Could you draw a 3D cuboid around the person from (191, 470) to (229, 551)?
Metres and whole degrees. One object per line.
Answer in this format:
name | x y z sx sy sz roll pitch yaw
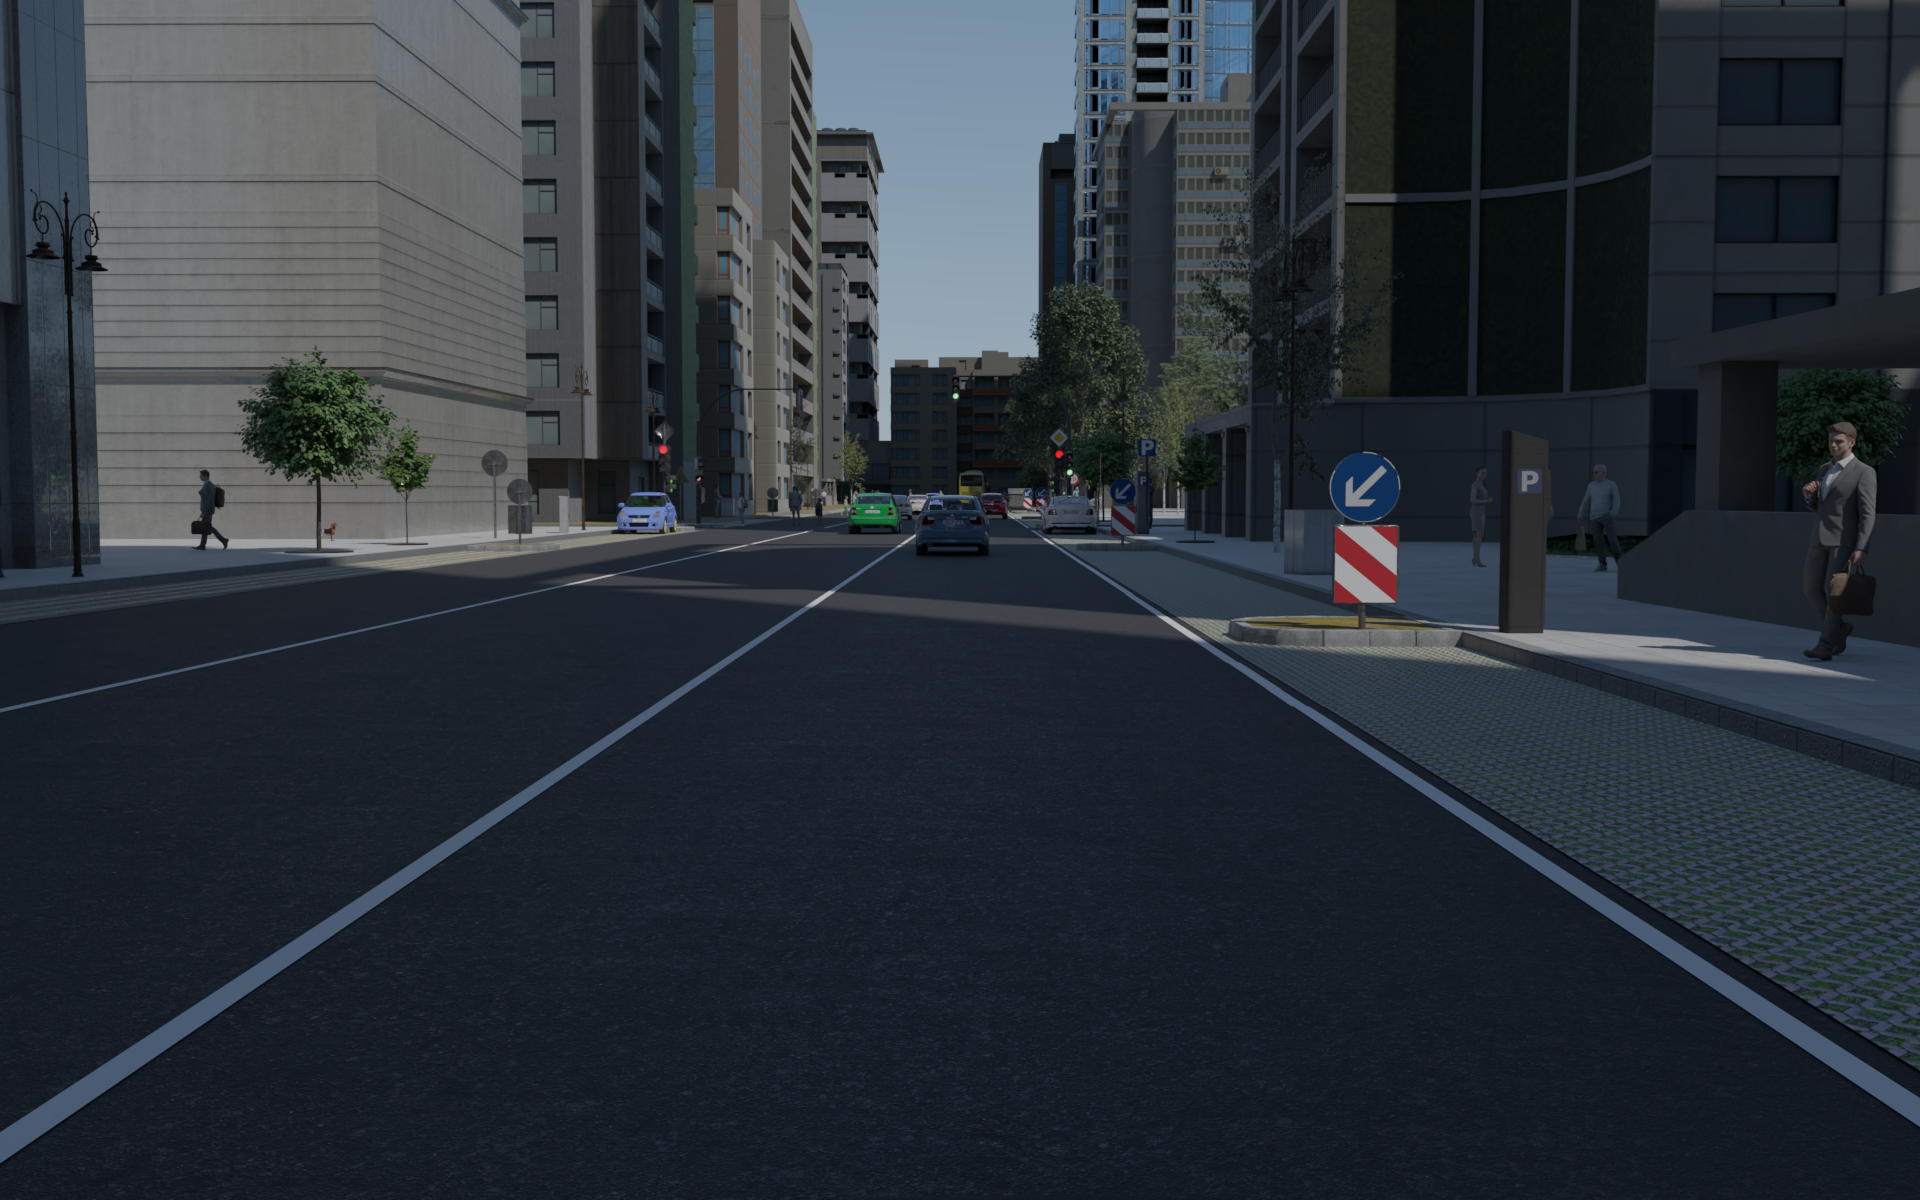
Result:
person | -17.072 -2.042 39.396 0.822 1.834 0.622 -2 4 -28

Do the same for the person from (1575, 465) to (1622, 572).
person | 10.561 -1.353 28.657 0.515 1.767 0.782 -3 5 -44

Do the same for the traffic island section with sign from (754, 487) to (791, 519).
traffic island section with sign | -10.706 -5.539 99.185 1.989 1.847 2.006 0 4 1

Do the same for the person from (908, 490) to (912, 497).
person | -3.641 -7.102 125.169 0.362 1.759 0.519 1 4 19

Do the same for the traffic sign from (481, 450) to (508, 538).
traffic sign | -13.450 -3.056 50.065 0.768 2.556 0.104 0 4 2

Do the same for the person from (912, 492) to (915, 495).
person | -5.904 -12.864 219.341 1.217 1.766 0.721 0 4 -8

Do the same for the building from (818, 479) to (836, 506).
building | -30.835 -30.909 197.247 32.217 40.220 23.993 0 4 1

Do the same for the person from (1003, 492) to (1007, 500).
person | 5.520 -12.648 216.022 1.217 1.736 0.721 -1 4 -19

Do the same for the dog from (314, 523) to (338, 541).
dog | -17.217 -1.849 47.064 0.406 0.507 0.540 1 4 12

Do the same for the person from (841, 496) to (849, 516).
person | -7.572 -6.207 114.234 0.590 1.304 0.306 -1 4 -11

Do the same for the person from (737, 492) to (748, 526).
person | -9.699 -4.033 77.042 0.503 1.515 0.523 2 4 26

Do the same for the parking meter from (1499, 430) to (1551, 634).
parking meter | 5.216 -0.629 15.992 0.399 1.863 0.255 0 4 -2

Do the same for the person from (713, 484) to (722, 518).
person | -13.078 -5.352 93.750 0.583 1.804 0.606 -2 4 -34

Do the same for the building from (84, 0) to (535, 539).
building | -37.686 -17.121 56.343 44.131 29.872 17.030 0 4 1

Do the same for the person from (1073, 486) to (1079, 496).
person | 7.838 -6.798 117.206 0.620 1.820 0.660 3 5 42

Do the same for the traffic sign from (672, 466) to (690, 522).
traffic sign | -13.031 -4.932 80.640 0.884 2.594 0.081 0 4 6

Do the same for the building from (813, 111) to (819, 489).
building | -22.275 -30.232 177.882 14.154 41.232 14.086 0 4 1

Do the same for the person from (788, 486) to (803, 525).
person | -7.547 -4.329 79.381 0.635 1.810 0.391 -1 4 -21

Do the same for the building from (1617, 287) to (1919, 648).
building | 24.100 -19.637 12.941 32.217 40.220 23.993 0 4 1

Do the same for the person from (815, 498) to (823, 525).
person | -6.559 -4.117 80.488 0.362 1.253 0.373 -1 4 -15

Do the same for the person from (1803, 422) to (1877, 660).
person | 6.807 -0.452 13.406 0.822 1.834 0.622 -2 4 -32

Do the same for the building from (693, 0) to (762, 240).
building | -23.921 -30.046 141.369 14.600 45.320 14.200 0 4 1

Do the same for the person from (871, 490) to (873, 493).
person | -8.374 -9.590 165.427 1.348 1.807 0.705 -1 4 -13

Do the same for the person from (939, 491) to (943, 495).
person | -1.910 -9.830 169.955 1.217 1.736 0.721 -1 4 -10

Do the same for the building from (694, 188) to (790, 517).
building | -26.494 -16.366 112.625 27.650 21.520 28.899 0 4 1

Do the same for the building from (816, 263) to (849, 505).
building | -21.095 -27.255 217.316 14.107 30.474 14.160 0 4 1

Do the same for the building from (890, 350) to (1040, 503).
building | 5.105 -24.736 249.468 28.899 21.520 27.650 0 4 1

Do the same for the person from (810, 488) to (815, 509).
person | -12.658 -8.746 149.220 0.526 1.800 0.537 -1 4 -9

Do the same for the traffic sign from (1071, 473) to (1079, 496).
traffic sign | 6.574 -6.172 101.012 0.768 2.556 0.104 0 4 6

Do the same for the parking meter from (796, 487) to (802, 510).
parking meter | -12.866 -8.108 138.274 0.255 1.863 0.399 3 5 40

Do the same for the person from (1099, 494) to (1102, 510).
person | 11.453 -7.957 140.420 0.425 1.301 0.394 -3 5 -44

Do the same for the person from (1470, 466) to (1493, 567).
person | 9.217 -1.484 30.644 0.374 1.781 0.599 2 4 30

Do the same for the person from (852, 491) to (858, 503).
person | -9.272 -8.849 153.853 0.551 1.740 0.621 -2 4 -31

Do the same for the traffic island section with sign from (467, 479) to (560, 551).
traffic island section with sign | -11.244 -2.156 43.884 1.989 1.847 2.006 0 4 1

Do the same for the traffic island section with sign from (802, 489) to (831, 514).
traffic island section with sign | -10.431 -7.187 126.139 1.989 1.847 2.006 0 4 1

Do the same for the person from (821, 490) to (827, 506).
person | -14.430 -10.778 183.198 0.756 1.711 0.436 -2 4 -34

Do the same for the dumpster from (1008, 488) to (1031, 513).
dumpster | 4.541 -7.583 132.199 1.865 1.857 1.264 0 4 -1

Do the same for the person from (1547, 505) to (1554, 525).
person | 7.217 -0.864 21.975 0.589 1.601 0.330 0 4 4

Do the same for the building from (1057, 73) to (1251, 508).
building | 25.631 -28.902 164.427 32.217 40.220 23.993 0 4 1

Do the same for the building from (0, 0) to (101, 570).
building | -21.887 -12.427 21.207 12.078 24.808 19.932 0 4 1

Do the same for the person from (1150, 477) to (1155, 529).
person | 6.894 -3.577 63.881 0.474 1.900 0.648 -3 4 -36

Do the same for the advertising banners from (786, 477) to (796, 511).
advertising banners | -12.595 -8.090 128.453 0.090 3.025 2.074 -2 4 -28

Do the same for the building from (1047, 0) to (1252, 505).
building | 21.480 -53.722 191.020 22.319 86.520 31.000 0 4 1

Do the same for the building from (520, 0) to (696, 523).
building | -20.597 -24.376 82.139 14.154 41.232 14.086 0 4 1

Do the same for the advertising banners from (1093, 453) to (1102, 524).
advertising banners | 5.908 -4.771 74.195 0.090 3.025 2.074 0 4 -4

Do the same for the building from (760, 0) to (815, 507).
building | -25.141 -32.794 159.876 21.300 48.544 21.600 0 4 1

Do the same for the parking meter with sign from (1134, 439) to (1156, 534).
parking meter with sign | 5.878 -3.639 55.766 0.543 3.016 1.738 0 4 -3

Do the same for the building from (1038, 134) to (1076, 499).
building | 16.909 -34.586 215.598 14.600 45.320 14.200 0 4 1

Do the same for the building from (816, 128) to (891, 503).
building | -23.092 -40.331 248.656 27.495 52.752 28.713 0 4 1

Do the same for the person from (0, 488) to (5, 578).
person | -14.723 -1.234 25.998 0.755 1.850 0.659 1 4 15

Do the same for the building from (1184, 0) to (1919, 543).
building | 18.060 -37.349 48.906 20.563 71.187 20.611 0 4 1

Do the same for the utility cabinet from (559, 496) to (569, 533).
utility cabinet | -13.046 -2.810 57.098 0.306 1.237 1.020 -1 4 -11

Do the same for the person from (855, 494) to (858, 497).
person | -8.848 -8.567 151.758 0.628 1.438 0.799 2 4 28
